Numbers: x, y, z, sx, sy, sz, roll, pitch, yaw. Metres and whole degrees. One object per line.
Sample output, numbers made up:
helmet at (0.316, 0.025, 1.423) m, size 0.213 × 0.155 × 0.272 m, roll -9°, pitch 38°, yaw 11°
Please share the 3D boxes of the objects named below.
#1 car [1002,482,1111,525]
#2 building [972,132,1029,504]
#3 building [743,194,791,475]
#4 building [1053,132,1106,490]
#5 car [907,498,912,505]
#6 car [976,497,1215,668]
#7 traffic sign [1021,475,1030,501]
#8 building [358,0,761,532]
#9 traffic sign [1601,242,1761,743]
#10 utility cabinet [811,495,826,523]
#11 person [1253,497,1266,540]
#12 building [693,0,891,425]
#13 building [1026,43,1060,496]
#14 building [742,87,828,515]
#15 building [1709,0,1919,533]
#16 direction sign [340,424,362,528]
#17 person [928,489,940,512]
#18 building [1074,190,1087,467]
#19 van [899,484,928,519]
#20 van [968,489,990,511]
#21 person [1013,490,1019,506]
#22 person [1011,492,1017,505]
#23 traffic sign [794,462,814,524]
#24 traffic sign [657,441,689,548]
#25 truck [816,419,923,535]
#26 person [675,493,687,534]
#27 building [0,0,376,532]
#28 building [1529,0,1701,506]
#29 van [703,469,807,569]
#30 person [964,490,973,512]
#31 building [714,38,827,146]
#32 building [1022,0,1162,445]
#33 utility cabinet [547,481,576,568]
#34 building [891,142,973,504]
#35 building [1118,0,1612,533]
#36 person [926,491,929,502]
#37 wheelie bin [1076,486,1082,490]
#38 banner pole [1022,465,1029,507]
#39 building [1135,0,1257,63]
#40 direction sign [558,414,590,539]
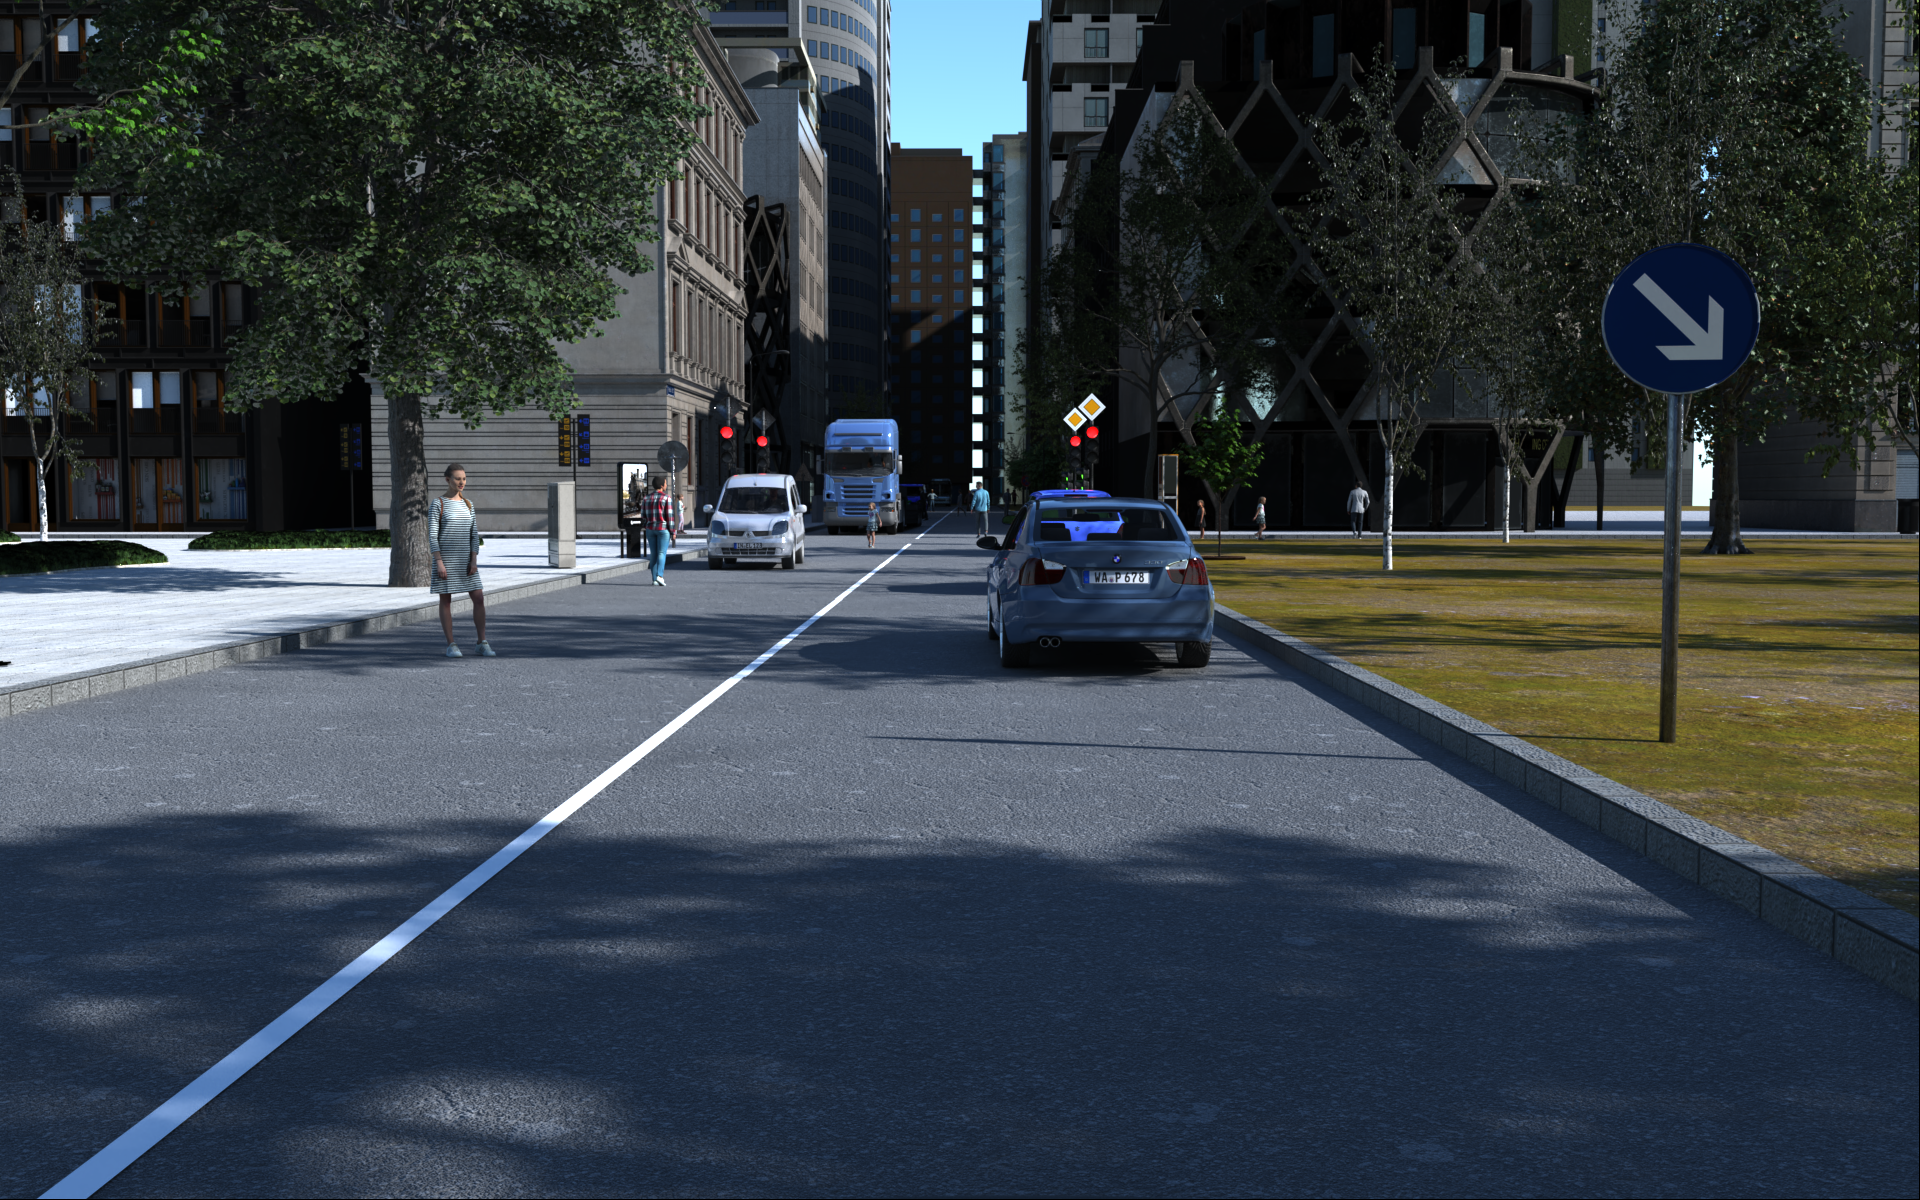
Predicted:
car at (1.615, -1.005, 26.016) m, size 1.945 × 1.707 × 3.694 m, roll 0°, pitch 4°, yaw -1°
building at (16.891, -37.235, 228.407) m, size 30.456 × 49.044 × 23.786 m, roll 0°, pitch 4°, yaw 0°
building at (-17.130, -13.443, 87.245) m, size 16.820 × 18.784 × 16.811 m, roll 0°, pitch 4°, yaw 0°
building at (13.107, -19.638, 118.338) m, size 12.463 × 27.353 × 25.104 m, roll 0°, pitch 4°, yaw 0°
car at (-3.552, -5.158, 93.133) m, size 1.959 × 1.807 × 4.718 m, roll 0°, pitch 4°, yaw 1°
car at (1.168, -0.220, 15.605) m, size 2.014 × 1.417 × 4.499 m, roll 0°, pitch 4°, yaw -1°
traffic sign at (4.499, -7.120, 116.525) m, size 0.768 × 2.556 × 0.104 m, roll 0°, pitch 4°, yaw 5°
building at (-14.848, -14.178, 67.973) m, size 11.583 × 22.565 × 21.152 m, roll 0°, pitch 4°, yaw 0°
traffic sign at (3.663, -0.537, 8.890) m, size 0.768 × 2.556 × 0.104 m, roll 1°, pitch 4°, yaw 9°
utility cabinet at (-6.386, -4.105, 78.273) m, size 0.306 × 1.237 × 1.020 m, roll 1°, pitch 4°, yaw 19°
person at (8.327, -2.273, 48.222) m, size 0.382 × 1.210 × 0.505 m, roll 0°, pitch 4°, yaw 7°
building at (-21.931, -39.877, 193.993) m, size 28.212 × 58.520 × 21.231 m, roll 0°, pitch 4°, yaw 0°
building at (13.613, -31.787, 169.826) m, size 14.600 × 45.320 × 14.200 m, roll 0°, pitch 4°, yaw 0°
building at (-15.297, -17.919, 111.003) m, size 12.078 × 24.808 × 19.932 m, roll 0°, pitch 4°, yaw 0°
building at (42.006, -16.222, 62.494) m, size 25.104 × 27.353 × 12.463 m, roll 0°, pitch 4°, yaw 0°
direction sign at (-19.612, -3.904, 55.831) m, size 0.876 × 3.537 × 0.379 m, roll 2°, pitch 4°, yaw 25°
person at (-2.255, -8.047, 140.158) m, size 1.350 × 1.814 × 0.705 m, roll -1°, pitch 4°, yaw -17°
building at (13.051, -16.413, 98.028) m, size 12.332 × 23.373 × 15.834 m, roll 0°, pitch 4°, yaw 0°
van at (-2.960, -5.988, 102.290) m, size 2.240 × 2.365 × 5.245 m, roll 0°, pitch 4°, yaw 1°
van at (1.511, -8.446, 145.096) m, size 2.013 × 2.044 × 4.112 m, roll 0°, pitch 4°, yaw -1°
person at (5.869, -10.755, 182.610) m, size 0.721 × 1.743 × 1.217 m, roll 2°, pitch 4°, yaw 30°
person at (6.299, -12.021, 202.686) m, size 1.348 × 1.812 × 0.705 m, roll 3°, pitch 5°, yaw 44°
traffic sign at (-6.404, -4.327, 70.748) m, size 0.884 × 2.594 × 0.081 m, roll 1°, pitch 4°, yaw 9°
traffic sign at (-6.825, -2.514, 41.216) m, size 0.768 × 2.556 × 0.104 m, roll 0°, pitch 4°, yaw 3°
truck at (-3.195, -4.784, 67.972) m, size 2.967 × 4.110 × 18.799 m, roll 0°, pitch 4°, yaw 2°
person at (-8.931, -2.762, 55.480) m, size 0.394 × 1.301 × 0.425 m, roll -2°, pitch 4°, yaw -23°
building at (-31.295, -14.316, 63.738) m, size 15.834 × 23.373 × 12.332 m, roll 0°, pitch 4°, yaw 0°
building at (64.855, -39.841, 193.398) m, size 28.212 × 58.520 × 21.231 m, roll 0°, pitch 4°, yaw 0°
van at (-4.009, -1.672, 34.356) m, size 2.013 × 2.044 × 4.112 m, roll 0°, pitch 4°, yaw -1°
person at (0.822, -8.051, 140.688) m, size 0.990 × 1.755 × 0.434 m, roll -1°, pitch 4°, yaw -11°
building at (-24.234, -27.597, 143.094) m, size 32.217 × 40.220 × 23.993 m, roll 0°, pitch 4°, yaw 0°
building at (21.547, -36.793, 190.802) m, size 28.713 × 52.752 × 27.495 m, roll 0°, pitch 4°, yaw 0°
utility cabinet at (-6.974, -1.319, 30.251) m, size 0.318 × 1.500 × 1.173 m, roll -1°, pitch 4°, yaw -22°
building at (-5.478, -35.081, 223.680) m, size 14.200 × 45.320 × 14.600 m, roll 0°, pitch 4°, yaw 0°
building at (15.058, -12.090, 65.128) m, size 16.811 × 18.784 × 16.820 m, roll 0°, pitch 4°, yaw 0°
person at (-3.536, -10.235, 176.375) m, size 0.750 × 1.759 × 0.617 m, roll 0°, pitch 4°, yaw 3°
wheelie bin at (4.037, -3.171, 59.749) m, size 0.693 × 1.594 × 0.980 m, roll -2°, pitch 4°, yaw -24°
banner pole at (4.641, -8.152, 123.309) m, size 0.863 × 3.779 × 0.401 m, roll -3°, pitch 5°, yaw -40°
building at (12.856, -15.446, 82.225) m, size 12.332 × 23.373 × 15.834 m, roll 0°, pitch 4°, yaw 0°
direction sign at (-10.927, -3.494, 49.125) m, size 0.876 × 3.537 × 0.379 m, roll -1°, pitch 4°, yaw -12°
